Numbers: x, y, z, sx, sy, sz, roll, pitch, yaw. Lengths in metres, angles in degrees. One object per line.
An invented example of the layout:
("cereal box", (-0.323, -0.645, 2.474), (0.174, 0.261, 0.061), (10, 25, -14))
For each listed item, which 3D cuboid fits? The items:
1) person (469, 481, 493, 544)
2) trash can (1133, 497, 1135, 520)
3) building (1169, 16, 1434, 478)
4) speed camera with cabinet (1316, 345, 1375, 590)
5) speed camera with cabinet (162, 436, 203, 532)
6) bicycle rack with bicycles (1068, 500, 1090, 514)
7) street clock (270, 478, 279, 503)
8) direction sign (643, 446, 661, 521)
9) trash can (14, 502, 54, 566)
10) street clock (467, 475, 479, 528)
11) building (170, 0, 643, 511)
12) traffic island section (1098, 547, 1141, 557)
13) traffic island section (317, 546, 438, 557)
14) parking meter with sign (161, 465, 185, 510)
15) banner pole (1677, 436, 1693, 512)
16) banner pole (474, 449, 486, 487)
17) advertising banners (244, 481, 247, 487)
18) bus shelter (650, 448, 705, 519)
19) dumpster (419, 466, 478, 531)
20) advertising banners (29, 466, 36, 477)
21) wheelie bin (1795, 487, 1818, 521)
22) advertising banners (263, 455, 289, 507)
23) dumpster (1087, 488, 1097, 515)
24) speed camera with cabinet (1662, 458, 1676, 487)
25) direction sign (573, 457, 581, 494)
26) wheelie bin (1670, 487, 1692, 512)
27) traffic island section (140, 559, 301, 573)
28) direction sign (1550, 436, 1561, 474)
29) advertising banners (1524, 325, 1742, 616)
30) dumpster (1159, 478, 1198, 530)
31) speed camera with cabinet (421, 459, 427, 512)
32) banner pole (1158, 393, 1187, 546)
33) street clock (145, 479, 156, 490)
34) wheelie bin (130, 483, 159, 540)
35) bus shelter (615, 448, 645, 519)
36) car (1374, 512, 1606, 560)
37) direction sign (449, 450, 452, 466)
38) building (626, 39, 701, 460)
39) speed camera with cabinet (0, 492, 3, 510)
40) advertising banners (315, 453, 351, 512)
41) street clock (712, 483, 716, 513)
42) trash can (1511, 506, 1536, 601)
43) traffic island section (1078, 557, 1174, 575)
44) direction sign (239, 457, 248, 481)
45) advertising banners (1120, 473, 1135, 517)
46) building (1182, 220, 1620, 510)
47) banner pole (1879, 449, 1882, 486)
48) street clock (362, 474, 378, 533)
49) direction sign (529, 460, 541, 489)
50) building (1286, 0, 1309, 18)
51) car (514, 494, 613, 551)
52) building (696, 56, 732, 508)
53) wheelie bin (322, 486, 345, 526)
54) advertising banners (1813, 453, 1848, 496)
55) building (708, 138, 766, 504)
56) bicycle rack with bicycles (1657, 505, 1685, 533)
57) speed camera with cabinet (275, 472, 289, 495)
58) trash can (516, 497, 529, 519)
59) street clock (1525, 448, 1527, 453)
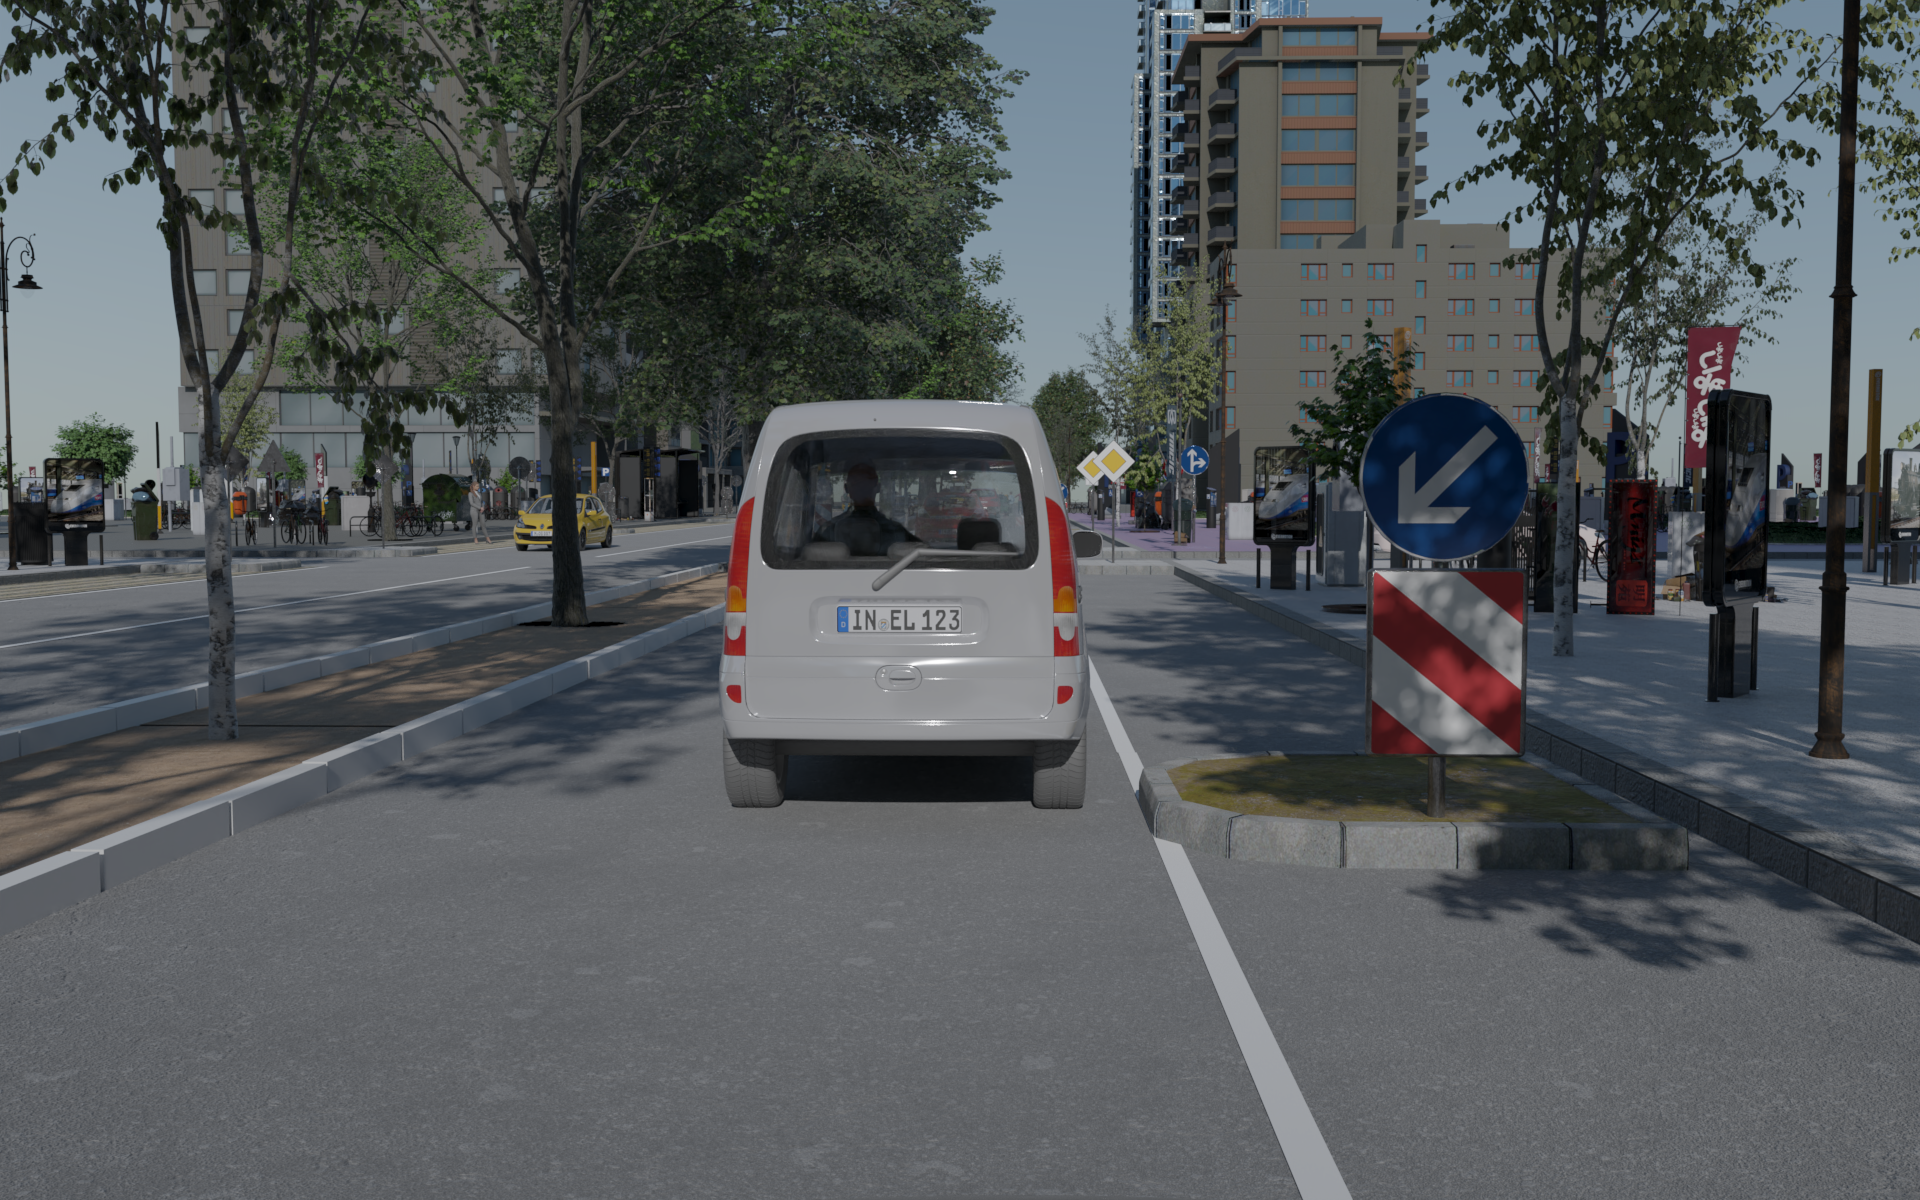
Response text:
("person", (-13.618, -2.472, 49.192), (0.573, 1.790, 0.520), (1, 4, 10))
("trash can", (8.395, -4.204, 80.385), (0.748, 1.137, 0.748), (0, 3, 0))
("building", (31.537, -31.198, 164.705), (22.147, 44.769, 28.867), (0, 4, 2))
("speed camera with cabinet", (5.329, -1.803, 23.820), (0.660, 3.252, 2.038), (0, 4, 4))
("speed camera with cabinet", (-26.268, -3.978, 59.379), (2.038, 3.252, 0.660), (1, 4, 13))
("bicycle rack with bicycles", (8.290, -6.027, 111.925), (2.852, 0.926, 2.925), (3, 4, 38))
("street clock", (-31.656, -4.604, 79.849), (0.471, 2.002, 0.358), (0, 4, -6))
("direction sign", (-14.692, -5.546, 82.666), (0.876, 3.537, 0.379), (-2, 4, -35))
("trash can", (-16.718, -1.199, 31.265), (0.748, 1.137, 0.748), (0, 3, 0))
("street clock", (-18.503, -3.742, 65.748), (0.471, 2.002, 0.358), (-2, 4, -28))
("building", (-39.460, -33.053, 129.662), (28.713, 52.752, 27.495), (0, 4, 2))
("traffic island section", (3.109, -1.098, 40.230), (2.009, 0.180, 2.903), (0, 4, 2))
("traffic island section", (-13.575, -1.128, 40.728), (2.009, 0.180, 2.903), (0, 4, 2))
("parking meter with sign", (-47.149, -6.542, 103.218), (1.738, 3.016, 0.543), (0, 4, -3))
("banner pole", (31.399, -5.201, 75.050), (0.863, 3.779, 0.401), (3, 4, 36))
("banner pole", (-26.513, -6.459, 95.623), (0.863, 3.779, 0.401), (1, 4, 18))
("advertising banners", (-47.960, -7.274, 115.114), (2.074, 3.025, 0.090), (2, 4, 30))
("bus shelter", (-14.839, -6.121, 91.361), (1.731, 3.624, 6.357), (0, 4, 2))
("dumpster", (-17.758, -3.525, 60.127), (1.502, 2.255, 1.985), (0, 4, 2))
("advertising banners", (-57.735, -6.906, 109.097), (2.074, 3.025, 0.090), (1, 4, 13))
("wheelie bin", (42.997, -4.905, 88.102), (0.693, 1.594, 0.980), (-3, 5, -43))
("advertising banners", (-30.727, -4.996, 77.877), (0.090, 3.025, 2.074), (1, 4, 9))
("dumpster", (8.305, -6.038, 104.482), (1.264, 1.857, 1.865), (0, 4, 2))
("speed camera with cabinet", (38.991, -6.202, 95.735), (0.660, 3.252, 2.038), (1, 4, 9))
("direction sign", (-23.258, -6.914, 105.042), (0.876, 3.537, 0.379), (3, 4, 37))
("wheelie bin", (31.739, -4.168, 76.051), (0.980, 1.594, 0.693), (0, 4, -4))
("traffic island section", (-13.813, -0.640, 32.747), (2.009, 0.180, 2.903), (0, 4, 2))
("direction sign", (23.408, -4.623, 67.576), (0.379, 3.537, 0.876), (-3, 5, -40))
("advertising banners", (7.104, -1.355, 18.343), (2.074, 3.025, 0.090), (1, 4, 23))
("dumpster", (7.862, -3.454, 62.233), (1.264, 1.857, 1.865), (0, 4, 2))
("speed camera with cabinet", (-29.984, -6.323, 97.721), (0.660, 3.252, 2.038), (-1, 4, -22))
("banner pole", (5.318, -3.232, 42.861), (0.401, 3.779, 0.863), (3, 4, 39))
("street clock", (-39.858, -4.936, 85.278), (0.471, 2.002, 0.358), (-3, 5, -42))
("wheelie bin", (-22.662, -2.460, 48.129), (0.693, 1.594, 0.980), (-3, 4, -36))
("bus shelter", (-16.651, -6.112, 91.214), (1.731, 3.624, 6.357), (0, 4, 2))
("car", (10.771, -1.422, 35.615), (4.827, 1.381, 2.083), (0, 4, 2))
("direction sign", (-26.454, -5.992, 89.966), (0.379, 3.537, 0.876), (-1, 4, -23))
("building", (-30.898, -28.582, 150.914), (14.154, 41.232, 14.086), (0, 4, 2))
("speed camera with cabinet", (-64.702, -7.368, 114.799), (0.660, 3.252, 2.038), (3, 5, 40))
("advertising banners", (-26.454, -4.702, 73.063), (2.074, 3.025, 0.090), (2, 4, 28))
("street clock", (-16.426, -6.823, 116.123), (0.358, 2.002, 0.471), (-3, 5, -43))
("trash can", (6.797, -0.572, 21.004), (0.748, 1.137, 0.748), (0, 3, 0))
("traffic island section", (2.871, -0.610, 32.248), (2.009, 0.180, 2.903), (0, 4, 2))
("direction sign", (-43.361, -6.903, 104.863), (0.876, 3.537, 0.379), (2, 4, 31))
("advertising banners", (9.725, -6.115, 96.166), (2.074, 3.025, 0.090), (1, 4, 20))
("building", (32.847, -17.828, 136.534), (27.650, 21.520, 28.899), (0, 4, 2))
("banner pole", (50.940, -6.480, 95.961), (0.401, 3.779, 0.863), (1, 4, 19))
("street clock", (-19.627, -3.250, 57.700), (0.471, 2.002, 0.358), (1, 4, 12))
("direction sign", (-28.262, -7.536, 115.203), (0.876, 3.537, 0.379), (1, 4, 13))
("building", (33.292, -55.779, 224.658), (22.319, 86.520, 31.000), (0, 4, 2))
("car", (-10.223, -2.109, 44.700), (2.015, 1.641, 3.980), (0, 4, 3))
("building", (-33.273, -44.637, 168.069), (20.563, 71.187, 20.611), (0, 4, 2))
("wheelie bin", (-25.532, -3.842, 70.729), (0.693, 1.594, 0.980), (1, 4, 13))
("advertising banners", (36.733, -4.708, 73.155), (0.090, 3.025, 2.074), (-1, 4, -13))
("building", (-33.093, -37.076, 225.797), (23.786, 49.044, 30.456), (0, 4, 2))
("bicycle rack with bicycles", (23.391, -2.764, 58.577), (2.925, 0.926, 2.852), (0, 4, -8))
("speed camera with cabinet", (-42.193, -7.011, 108.972), (0.660, 3.252, 2.038), (1, 4, 16))
("trash can", (-18.281, -3.741, 72.822), (0.748, 1.137, 0.748), (0, 3, 0))
("street clock", (6.836, -1.052, 21.767), (0.471, 2.002, 0.358), (0, 4, -3))
